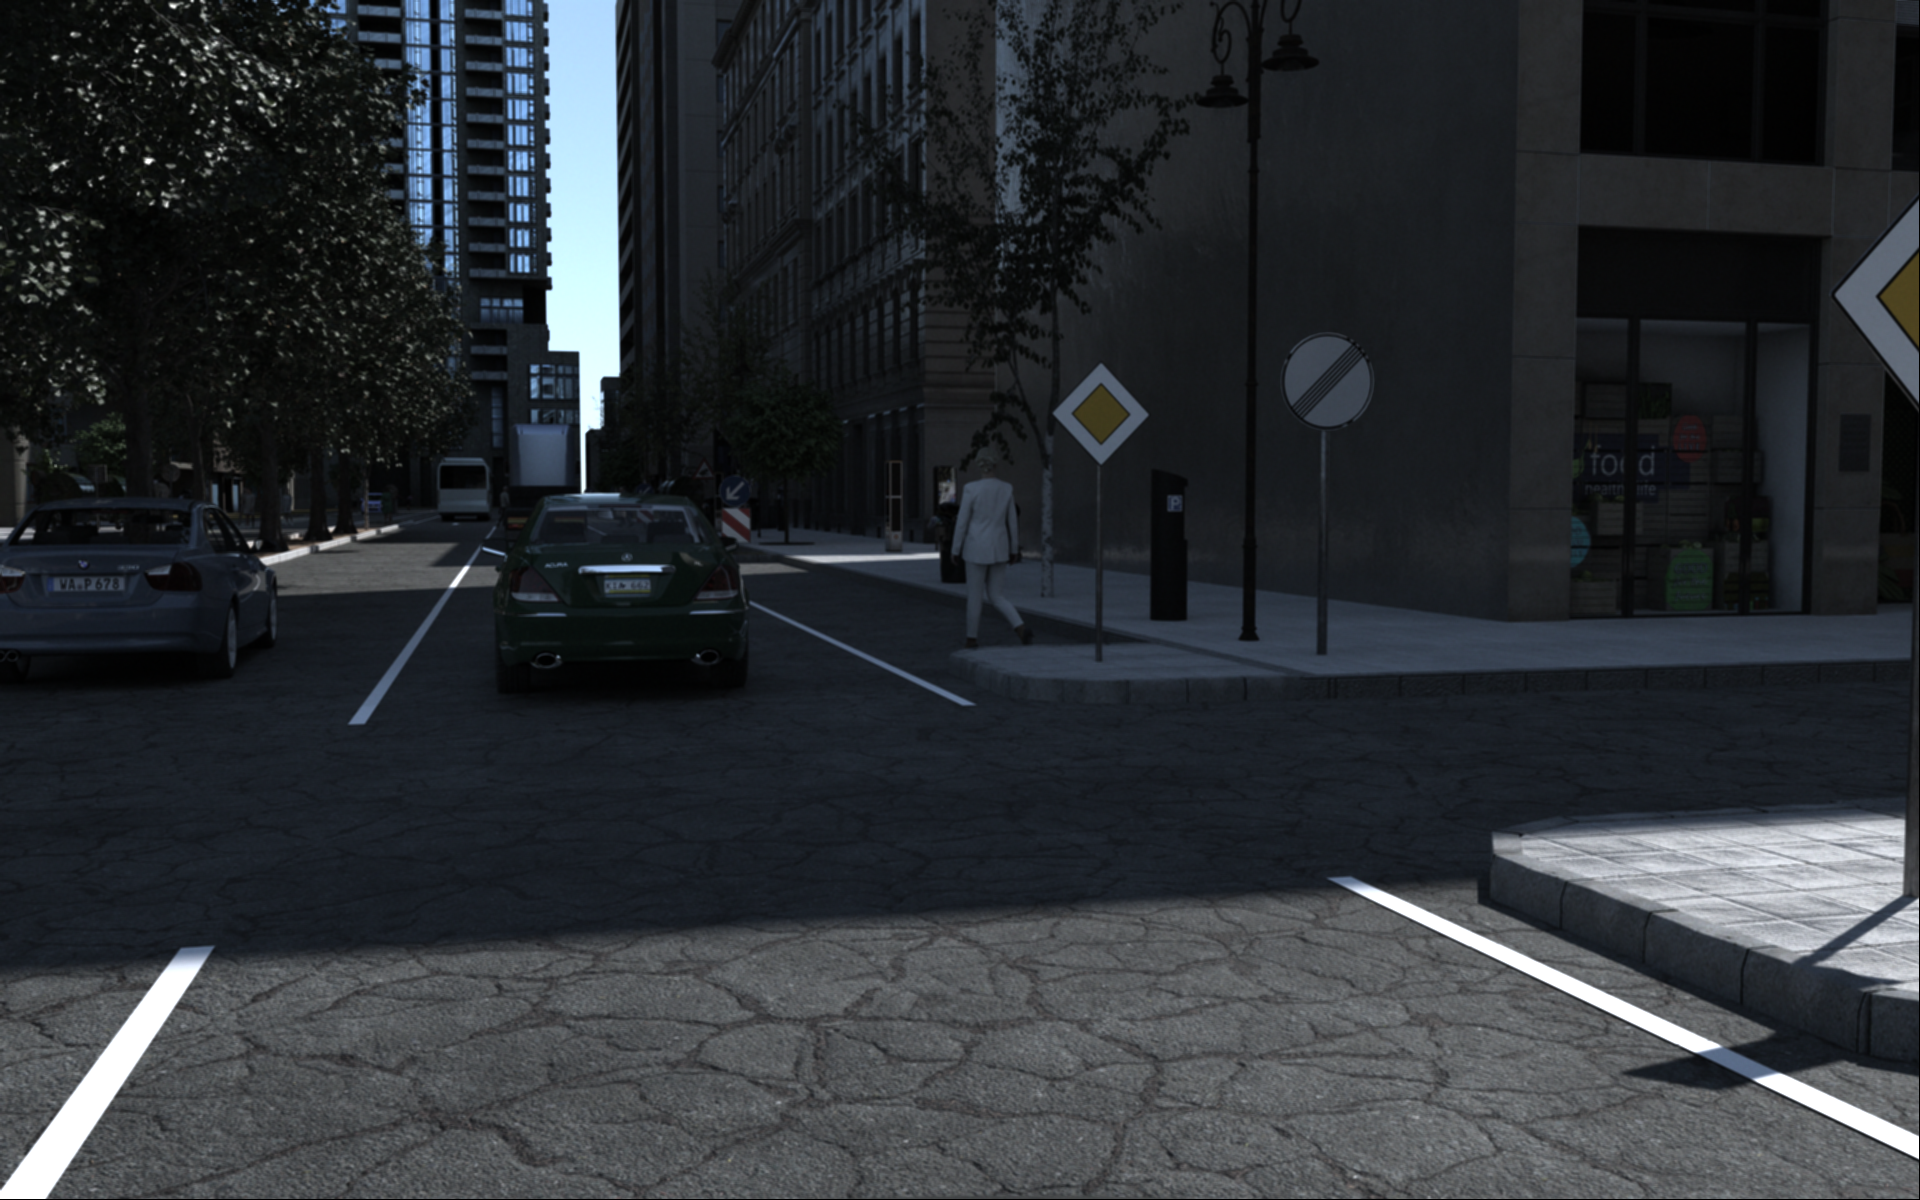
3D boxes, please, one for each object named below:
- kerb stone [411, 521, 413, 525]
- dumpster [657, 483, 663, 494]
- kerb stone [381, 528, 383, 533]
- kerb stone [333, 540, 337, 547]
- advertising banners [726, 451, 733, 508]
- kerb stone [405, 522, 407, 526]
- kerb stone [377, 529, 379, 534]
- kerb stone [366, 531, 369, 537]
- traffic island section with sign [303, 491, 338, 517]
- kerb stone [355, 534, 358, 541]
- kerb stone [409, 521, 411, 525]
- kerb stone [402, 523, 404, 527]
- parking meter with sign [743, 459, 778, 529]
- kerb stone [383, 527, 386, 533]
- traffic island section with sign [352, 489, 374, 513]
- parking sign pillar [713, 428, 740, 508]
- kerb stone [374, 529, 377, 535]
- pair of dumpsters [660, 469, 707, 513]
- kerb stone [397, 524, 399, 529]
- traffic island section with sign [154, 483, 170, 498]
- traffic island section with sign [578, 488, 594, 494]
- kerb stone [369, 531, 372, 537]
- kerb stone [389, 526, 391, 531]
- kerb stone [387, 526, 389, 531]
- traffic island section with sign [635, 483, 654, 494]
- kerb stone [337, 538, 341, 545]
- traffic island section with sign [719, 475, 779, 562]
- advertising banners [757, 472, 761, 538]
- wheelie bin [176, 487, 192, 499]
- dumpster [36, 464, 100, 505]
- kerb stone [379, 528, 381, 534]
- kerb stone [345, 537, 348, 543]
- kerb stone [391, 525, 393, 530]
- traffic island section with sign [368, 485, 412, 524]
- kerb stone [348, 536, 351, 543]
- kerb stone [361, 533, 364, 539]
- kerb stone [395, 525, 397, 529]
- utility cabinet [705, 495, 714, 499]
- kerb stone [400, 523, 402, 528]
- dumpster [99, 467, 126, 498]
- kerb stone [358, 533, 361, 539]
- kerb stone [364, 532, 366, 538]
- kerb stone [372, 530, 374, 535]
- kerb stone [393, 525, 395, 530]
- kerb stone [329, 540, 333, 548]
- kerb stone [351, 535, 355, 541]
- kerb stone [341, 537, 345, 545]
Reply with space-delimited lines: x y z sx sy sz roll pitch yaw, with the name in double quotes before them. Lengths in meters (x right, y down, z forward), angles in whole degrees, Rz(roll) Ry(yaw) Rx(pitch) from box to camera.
"kerb stone" -25.377 -3.511 79.618 0.120 0.150 1.000 -1 4 -14
"dumpster" -11.948 -4.070 72.305 1.264 1.857 1.865 -1 4 -14
"kerb stone" -21.074 -2.478 62.707 0.120 0.150 1.000 -1 4 -14
"kerb stone" -17.018 -1.505 46.807 0.120 0.150 1.000 -1 4 -14
"advertising banners" -8.813 -4.296 66.421 0.090 3.025 2.074 0 4 -1
"kerb stone" -24.371 -3.265 75.628 0.120 0.150 1.000 -1 4 -14
"kerb stone" -20.565 -2.357 60.726 0.120 0.150 1.000 -1 4 -14
"kerb stone" -19.551 -2.112 56.742 0.120 0.150 1.000 -1 4 -14
"traffic island section with sign" -39.804 -6.072 107.905 1.989 1.847 2.006 -1 4 -14
"kerb stone" -18.532 -1.870 52.764 0.120 0.150 1.000 -1 4 -14
"kerb stone" -25.130 -3.451 78.615 0.120 0.150 1.000 -1 4 -14
"kerb stone" -23.856 -3.146 73.634 0.120 0.150 1.000 -1 4 -14
"parking meter with sign" -7.378 -4.130 63.782 0.543 3.016 1.738 2 4 28
"kerb stone" -21.322 -2.535 63.699 0.120 0.150 1.000 -1 4 -14
"traffic island section with sign" -46.473 -7.670 134.026 1.989 1.847 2.006 -1 4 -14
"parking sign pillar" -9.561 -5.051 71.055 1.447 3.967 1.447 2 4 28
"kerb stone" -20.309 -2.296 59.734 0.120 0.150 1.000 -1 4 -14
"pair of dumpsters" -10.996 -4.065 68.951 1.574 2.255 4.437 -1 4 -14
"kerb stone" -23.103 -2.963 70.660 0.120 0.150 1.000 -1 4 -14
"traffic island section with sign" -27.405 -3.096 59.254 1.989 1.847 2.006 -1 4 -14
"traffic island section with sign" -24.132 -6.328 112.083 1.989 1.847 2.006 -1 4 -14
"kerb stone" -19.806 -2.174 57.743 0.120 0.150 1.000 -1 4 -14
"kerb stone" -22.084 -2.720 66.671 0.120 0.150 1.000 -1 4 -14
"kerb stone" -21.832 -2.659 65.679 0.120 0.150 1.000 -1 4 -14
"traffic island section with sign" -11.674 -3.343 63.280 1.989 1.847 2.006 -1 4 -14
"kerb stone" -17.273 -1.567 47.808 0.120 0.150 1.000 -1 4 -14
"traffic island section with sign" -5.017 -1.745 37.157 1.989 1.847 2.006 -1 4 -14
"advertising banners" -5.982 -3.391 51.631 0.090 3.025 2.074 0 4 -5
"wheelie bin" -34.733 -4.260 77.564 0.693 1.594 0.980 -2 4 -26
"dumpster" -29.216 -3.301 56.459 1.502 2.255 1.985 -1 4 -14
"kerb stone" -20.818 -2.417 61.717 0.120 0.150 1.000 -1 4 -14
"kerb stone" -17.773 -1.688 49.791 0.120 0.150 1.000 -1 4 -14
"kerb stone" -22.332 -2.781 67.663 0.120 0.150 1.000 -1 4 -14
"traffic island section with sign" -27.400 -4.593 83.233 2.006 1.907 1.989 -1 4 -14
"kerb stone" -18.031 -1.748 50.781 0.120 0.150 1.000 -1 4 -14
"kerb stone" -19.036 -1.991 54.750 0.120 0.150 1.000 -1 4 -14
"kerb stone" -22.847 -2.894 69.661 0.120 0.150 1.000 -1 4 -14
"utility cabinet" -11.912 -4.335 82.032 0.306 1.237 1.020 2 4 33
"kerb stone" -23.604 -3.081 72.643 0.120 0.150 1.000 -1 4 -14
"dumpster" -30.567 -3.645 62.091 1.502 2.255 1.985 -1 4 -14
"kerb stone" -18.787 -1.930 53.758 0.120 0.150 1.000 -1 4 -14
"kerb stone" -19.294 -2.052 55.739 0.120 0.150 1.000 -1 4 -14
"kerb stone" -20.054 -2.235 58.736 0.120 0.150 1.000 -1 4 -14
"kerb stone" -22.595 -2.842 68.658 0.120 0.150 1.000 -1 4 -14
"kerb stone" -16.767 -1.444 45.814 0.120 0.150 1.000 -1 4 -14
"kerb stone" -18.277 -1.809 51.773 0.120 0.150 1.000 -1 4 -14
"kerb stone" -17.513 -1.625 48.802 0.120 0.150 1.000 -1 4 -14
